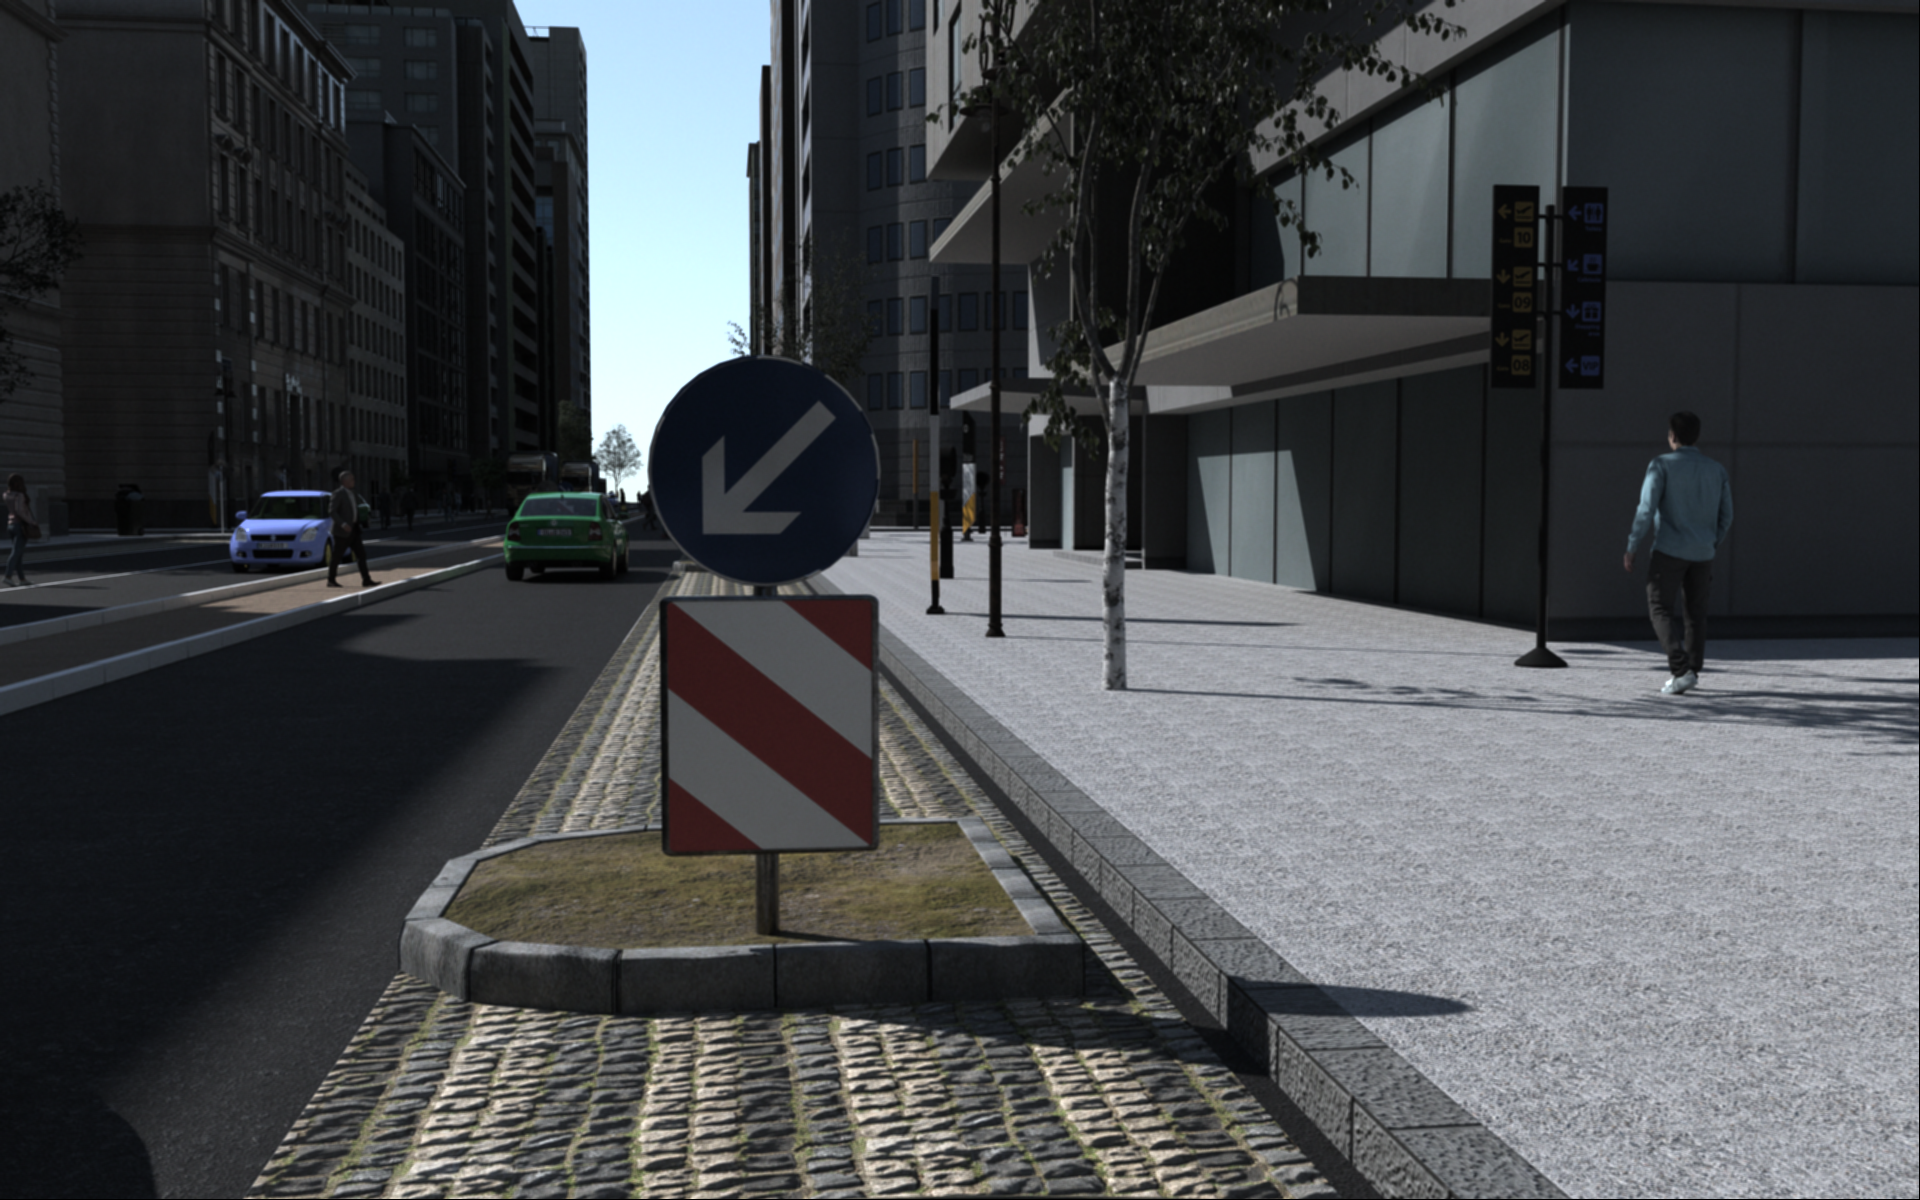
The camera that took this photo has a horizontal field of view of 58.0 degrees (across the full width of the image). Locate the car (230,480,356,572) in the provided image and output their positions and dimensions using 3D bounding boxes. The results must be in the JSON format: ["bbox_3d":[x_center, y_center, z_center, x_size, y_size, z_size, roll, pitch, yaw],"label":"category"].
[{"bbox_3d":[-12.634,-1.427,32.919,1.945,1.707,3.694,-1,4,-9],"label":"car"}]

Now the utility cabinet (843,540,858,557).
[{"bbox_3d":[-2.610,-1.502,35.718,1.020,1.237,0.306,2,4,27],"label":"utility cabinet"}]

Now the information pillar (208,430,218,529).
[{"bbox_3d":[-27.521,-4.427,63.744,0.183,3.616,0.504,-3,5,-41],"label":"information pillar"}]

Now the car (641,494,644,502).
[{"bbox_3d":[-48.749,-15.834,268.666,2.009,1.686,4.222,-1,4,-8],"label":"car"}]

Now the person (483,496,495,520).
[{"bbox_3d":[-25.575,-4.971,94.042,0.640,1.303,0.475,-1,4,-22],"label":"person"}]

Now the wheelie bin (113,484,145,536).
[{"bbox_3d":[-25.354,-2.751,52.881,0.980,1.594,0.693,1,4,12],"label":"wheelie bin"}]

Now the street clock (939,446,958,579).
[{"bbox_3d":[-0.204,-1.327,26.263,0.358,2.002,0.471,1,4,11],"label":"street clock"}]

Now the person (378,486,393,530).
[{"bbox_3d":[-23.078,-3.708,69.542,0.576,1.772,0.534,-2,4,-32],"label":"person"}]

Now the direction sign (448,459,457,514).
[{"bbox_3d":[-32.852,-7.345,112.087,0.379,3.537,0.876,1,4,19],"label":"direction sign"}]

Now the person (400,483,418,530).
[{"bbox_3d":[-21.699,-3.679,68.431,0.659,1.850,0.755,0,4,5],"label":"person"}]

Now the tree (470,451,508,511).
[{"bbox_3d":[-36.163,-9.170,133.639,4.285,4.588,4.351,0,3,0],"label":"tree"}]

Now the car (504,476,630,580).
[{"bbox_3d":[-6.804,-1.310,30.221,1.959,1.807,4.718,0,4,-6],"label":"car"}]

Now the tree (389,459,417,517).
[{"bbox_3d":[-31.043,-6.170,95.483,1.663,3.219,1.824,0,3,0],"label":"tree"}]

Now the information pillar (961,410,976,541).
[{"bbox_3d":[0.243,-3.404,47.011,0.183,3.616,0.504,-3,4,-37],"label":"information pillar"}]

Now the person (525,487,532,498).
[{"bbox_3d":[-18.492,-3.977,74.269,0.466,1.731,0.760,2,4,24],"label":"person"}]

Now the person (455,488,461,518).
[{"bbox_3d":[-30.211,-5.834,104.150,0.793,1.790,0.793,-3,5,-42],"label":"person"}]

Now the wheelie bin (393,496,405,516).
[{"bbox_3d":[-32.324,-5.626,99.892,0.693,1.594,0.980,-2,4,-24],"label":"wheelie bin"}]

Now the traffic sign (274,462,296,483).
[{"bbox_3d":[-24.419,-3.699,62.663,0.795,2.593,0.064,0,4,-8],"label":"traffic sign"}]

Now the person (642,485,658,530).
[{"bbox_3d":[-12.419,-3.715,69.212,0.822,1.834,0.622,-3,5,-40],"label":"person"}]

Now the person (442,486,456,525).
[{"bbox_3d":[-23.580,-4.328,79.616,0.623,1.781,0.721,3,4,37],"label":"person"}]

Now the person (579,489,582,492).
[{"bbox_3d":[-29.440,-7.653,133.811,0.592,1.802,0.473,-2,4,-28],"label":"person"}]

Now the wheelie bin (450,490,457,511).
[{"bbox_3d":[-39.293,-7.718,134.103,0.693,1.594,0.980,1,4,17],"label":"wheelie bin"}]

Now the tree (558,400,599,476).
[{"bbox_3d":[-47.236,-17.768,208.637,7.486,12.596,7.792,0,3,0],"label":"tree"}]

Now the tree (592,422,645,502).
[{"bbox_3d":[-58.329,-23.474,294.171,12.009,13.543,11.850,0,3,0],"label":"tree"}]

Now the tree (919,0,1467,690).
[{"bbox_3d":[1.208,-3.725,11.267,4.360,8.622,3.978,0,3,0],"label":"tree"}]

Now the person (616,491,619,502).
[{"bbox_3d":[-57.595,-17.449,291.420,0.705,1.812,1.348,-2,4,-24],"label":"person"}]

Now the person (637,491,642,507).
[{"bbox_3d":[-34.507,-10.884,186.895,0.568,1.767,0.683,2,4,25],"label":"person"}]

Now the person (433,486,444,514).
[{"bbox_3d":[-33.723,-6.473,112.221,0.721,1.781,0.623,1,4,20],"label":"person"}]

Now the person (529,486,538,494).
[{"bbox_3d":[-22.038,-4.952,89.304,0.661,1.843,0.795,0,4,2],"label":"person"}]

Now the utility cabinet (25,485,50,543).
[{"bbox_3d":[-23.918,-2.215,44.893,0.318,1.500,1.173,-1,4,-14],"label":"utility cabinet"}]

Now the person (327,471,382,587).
[{"bbox_3d":[-9.306,-1.076,26.494,0.834,1.777,0.661,1,4,8],"label":"person"}]

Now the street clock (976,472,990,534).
[{"bbox_3d":[0.718,-3.152,56.110,0.471,2.002,0.358,2,4,23],"label":"street clock"}]

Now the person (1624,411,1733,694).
[{"bbox_3d":[4.685,-0.315,11.213,0.660,1.820,0.620,-1,4,-11],"label":"person"}]

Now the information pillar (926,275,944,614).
[{"bbox_3d":[-0.266,-1.656,18.427,0.183,3.616,0.504,0,4,1],"label":"information pillar"}]

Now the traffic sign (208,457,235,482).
[{"bbox_3d":[-23.346,-3.215,54.750,0.795,2.593,0.064,0,4,-8],"label":"traffic sign"}]

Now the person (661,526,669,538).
[{"bbox_3d":[-9.610,-2.912,56.118,0.388,1.821,0.555,2,4,27],"label":"person"}]

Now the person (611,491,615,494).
[{"bbox_3d":[-44.430,-13.025,221.319,0.709,1.838,0.599,-3,5,-44],"label":"person"}]

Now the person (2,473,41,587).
[{"bbox_3d":[-14.693,-1.093,26.956,0.593,1.750,0.643,2,4,31],"label":"person"}]

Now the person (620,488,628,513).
[{"bbox_3d":[-21.210,-6.151,109.292,0.699,1.804,1.509,0,4,6],"label":"person"}]

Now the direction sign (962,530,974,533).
[{"bbox_3d":[0.257,-3.964,56.811,0.379,3.537,0.876,0,4,2],"label":"direction sign"}]

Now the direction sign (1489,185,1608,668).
[{"bbox_3d":[4.339,-1.274,12.831,0.876,3.537,0.379,0,4,-7],"label":"direction sign"}]

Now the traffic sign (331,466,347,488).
[{"bbox_3d":[-28.402,-4.845,79.322,0.768,2.556,0.104,0,4,-3],"label":"traffic sign"}]

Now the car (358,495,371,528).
[{"bbox_3d":[-25.329,-3.785,70.675,1.959,1.807,4.718,0,4,-7],"label":"car"}]

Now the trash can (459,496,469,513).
[{"bbox_3d":[-34.315,-6.611,119.742,0.748,1.137,0.748,0,3,0],"label":"trash can"}]

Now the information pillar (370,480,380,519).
[{"bbox_3d":[-29.909,-5.141,88.554,0.304,2.012,0.304,1,4,21],"label":"information pillar"}]

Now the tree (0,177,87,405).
[{"bbox_3d":[-23.237,-6.227,36.225,7.601,10.594,8.767,2,4,35],"label":"tree"}]

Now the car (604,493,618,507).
[{"bbox_3d":[-39.269,-11.277,193.961,1.945,1.707,3.694,0,4,-7],"label":"car"}]

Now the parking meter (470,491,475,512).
[{"bbox_3d":[-34.362,-6.953,122.097,0.372,1.533,0.369,0,3,0],"label":"parking meter"}]

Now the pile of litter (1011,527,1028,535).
[{"bbox_3d":[2.548,-2.493,54.727,1.719,0.858,1.176,3,4,36],"label":"pile of litter"}]

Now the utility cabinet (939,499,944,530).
[{"bbox_3d":[-0.554,-2.439,51.047,0.306,1.237,1.020,1,4,11],"label":"utility cabinet"}]

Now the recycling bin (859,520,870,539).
[{"bbox_3d":[-3.050,-2.276,49.759,0.722,1.027,0.722,1,4,19],"label":"recycling bin"}]
